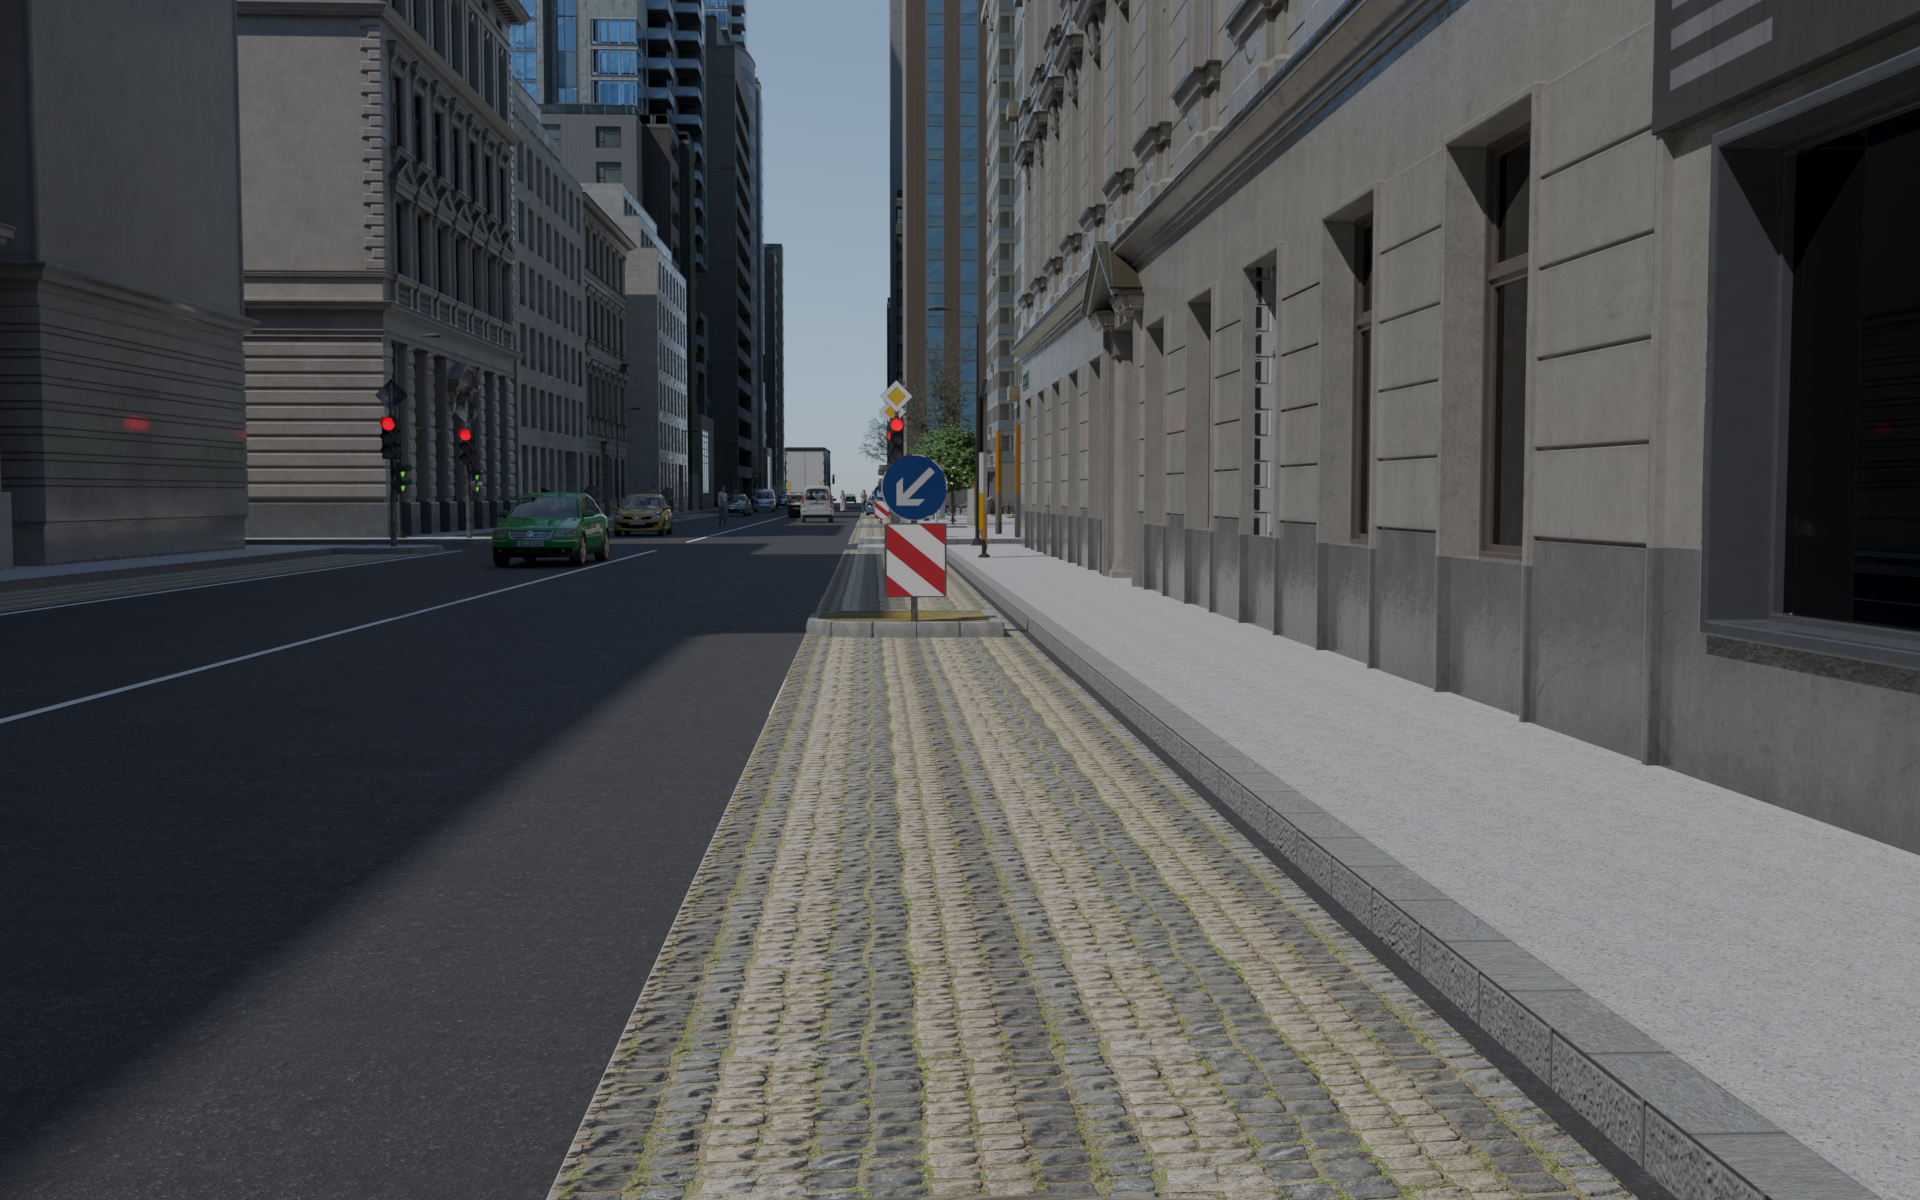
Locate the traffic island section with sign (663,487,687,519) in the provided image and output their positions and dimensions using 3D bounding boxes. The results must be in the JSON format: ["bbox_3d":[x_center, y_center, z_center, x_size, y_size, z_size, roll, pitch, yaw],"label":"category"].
[{"bbox_3d":[-16.839,-5.597,100.134,1.989,1.847,2.006,0,4,-3],"label":"traffic island section with sign"}]

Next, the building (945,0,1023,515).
[{"bbox_3d":[14.440,-25.851,114.539,32.217,40.220,23.993,0,4,-3],"label":"building"}]

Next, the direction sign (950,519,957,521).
[{"bbox_3d":[-0.324,-5.466,81.362,0.876,3.537,0.379,3,5,41],"label":"direction sign"}]

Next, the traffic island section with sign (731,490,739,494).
[{"bbox_3d":[-19.386,-8.633,149.783,1.989,1.847,2.006,0,4,-3],"label":"traffic island section with sign"}]

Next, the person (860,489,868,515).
[{"bbox_3d":[-6.576,-6.791,120.125,0.593,1.750,0.643,-3,5,-42],"label":"person"}]

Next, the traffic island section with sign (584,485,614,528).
[{"bbox_3d":[-15.425,-3.909,72.544,1.989,1.847,2.006,0,4,-3],"label":"traffic island section with sign"}]

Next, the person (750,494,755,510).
[{"bbox_3d":[-18.830,-8.941,157.951,1.065,1.426,0.557,-3,5,-40],"label":"person"}]

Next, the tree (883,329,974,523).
[{"bbox_3d":[-1.179,-7.782,77.604,4.360,8.622,3.978,0,3,0],"label":"tree"}]

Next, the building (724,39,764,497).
[{"bbox_3d":[-36.704,-41.570,221.660,21.231,58.520,28.212,0,4,-3],"label":"building"}]

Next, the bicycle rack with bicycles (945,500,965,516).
[{"bbox_3d":[-0.812,-5.339,100.666,2.925,0.926,2.852,-1,4,-11],"label":"bicycle rack with bicycles"}]

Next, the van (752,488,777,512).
[{"bbox_3d":[-15.521,-7.986,137.580,2.013,2.044,4.112,0,4,-4],"label":"van"}]

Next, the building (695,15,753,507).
[{"bbox_3d":[-33.146,-34.030,180.100,21.300,48.544,21.600,0,4,-3],"label":"building"}]

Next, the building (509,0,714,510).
[{"bbox_3d":[-32.770,-51.354,152.314,22.319,86.520,31.000,0,4,-3],"label":"building"}]

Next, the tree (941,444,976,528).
[{"bbox_3d":[-0.335,-4.377,66.163,1.663,3.219,1.824,0,3,0],"label":"tree"}]

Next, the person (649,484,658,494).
[{"bbox_3d":[-11.750,-3.532,66.366,0.853,1.813,0.709,-2,4,-25],"label":"person"}]

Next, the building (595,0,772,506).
[{"bbox_3d":[-38.361,-57.354,250.411,22.319,86.520,31.000,0,4,-3],"label":"building"}]

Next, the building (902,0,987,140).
[{"bbox_3d":[2.472,-29.844,138.067,14.600,45.320,14.200,0,4,-3],"label":"building"}]

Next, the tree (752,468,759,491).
[{"bbox_3d":[-24.110,-12.955,195.522,4.285,4.588,4.351,0,3,0],"label":"tree"}]

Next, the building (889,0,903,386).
[{"bbox_3d":[2.911,-39.483,187.541,21.231,58.520,28.212,0,4,-3],"label":"building"}]

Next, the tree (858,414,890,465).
[{"bbox_3d":[-7.279,-18.404,211.272,12.009,13.543,11.850,0,3,0],"label":"tree"}]

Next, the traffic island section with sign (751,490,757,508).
[{"bbox_3d":[-20.789,-10.310,177.189,1.989,1.847,2.006,0,4,-3],"label":"traffic island section with sign"}]

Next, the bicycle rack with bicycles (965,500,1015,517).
[{"bbox_3d":[2.335,-5.264,99.443,2.852,0.926,2.925,-1,4,-23],"label":"bicycle rack with bicycles"}]

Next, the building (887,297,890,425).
[{"bbox_3d":[-3.706,-29.497,253.974,14.160,30.474,14.107,0,4,-3],"label":"building"}]

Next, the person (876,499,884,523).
[{"bbox_3d":[-3.823,-4.591,83.903,0.444,1.785,0.601,-3,5,-42],"label":"person"}]

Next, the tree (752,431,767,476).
[{"bbox_3d":[-24.381,-15.322,200.883,4.360,8.622,3.978,0,3,0],"label":"tree"}]

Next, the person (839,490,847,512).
[{"bbox_3d":[-9.300,-7.833,137.232,0.621,1.740,0.551,0,4,1],"label":"person"}]

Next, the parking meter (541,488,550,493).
[{"bbox_3d":[-17.256,-3.896,72.117,0.372,1.533,0.369,0,3,0],"label":"parking meter"}]

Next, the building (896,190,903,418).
[{"bbox_3d":[0.817,-24.185,167.118,14.160,30.474,14.107,0,4,-3],"label":"building"}]

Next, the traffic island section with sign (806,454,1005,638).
[{"bbox_3d":[-0.597,-0.578,18.079,1.989,1.847,2.006,0,4,-3],"label":"traffic island section with sign"}]

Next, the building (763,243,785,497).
[{"bbox_3d":[-35.265,-36.145,274.570,14.154,41.232,14.086,0,4,-3],"label":"building"}]

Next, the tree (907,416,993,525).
[{"bbox_3d":[-0.237,-5.471,73.164,4.285,4.588,4.351,0,3,0],"label":"tree"}]

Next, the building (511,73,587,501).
[{"bbox_3d":[-23.470,-13.635,77.691,10.420,20.320,16.860,0,4,-3],"label":"building"}]

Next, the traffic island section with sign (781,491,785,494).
[{"bbox_3d":[-23.599,-13.670,232.125,1.989,1.847,2.006,0,4,-3],"label":"traffic island section with sign"}]

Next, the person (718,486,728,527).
[{"bbox_3d":[-10.414,-4.107,75.877,0.478,1.798,0.641,-2,4,-25],"label":"person"}]

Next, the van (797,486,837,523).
[{"bbox_3d":[-7.284,-4.970,88.275,2.013,2.044,4.112,0,4,-5],"label":"van"}]

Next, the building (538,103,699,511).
[{"bbox_3d":[-27.751,-22.021,131.740,14.160,30.474,14.107,0,4,-3],"label":"building"}]

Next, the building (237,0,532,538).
[{"bbox_3d":[-21.964,-14.068,58.889,11.050,23.489,19.941,0,4,-3],"label":"building"}]
